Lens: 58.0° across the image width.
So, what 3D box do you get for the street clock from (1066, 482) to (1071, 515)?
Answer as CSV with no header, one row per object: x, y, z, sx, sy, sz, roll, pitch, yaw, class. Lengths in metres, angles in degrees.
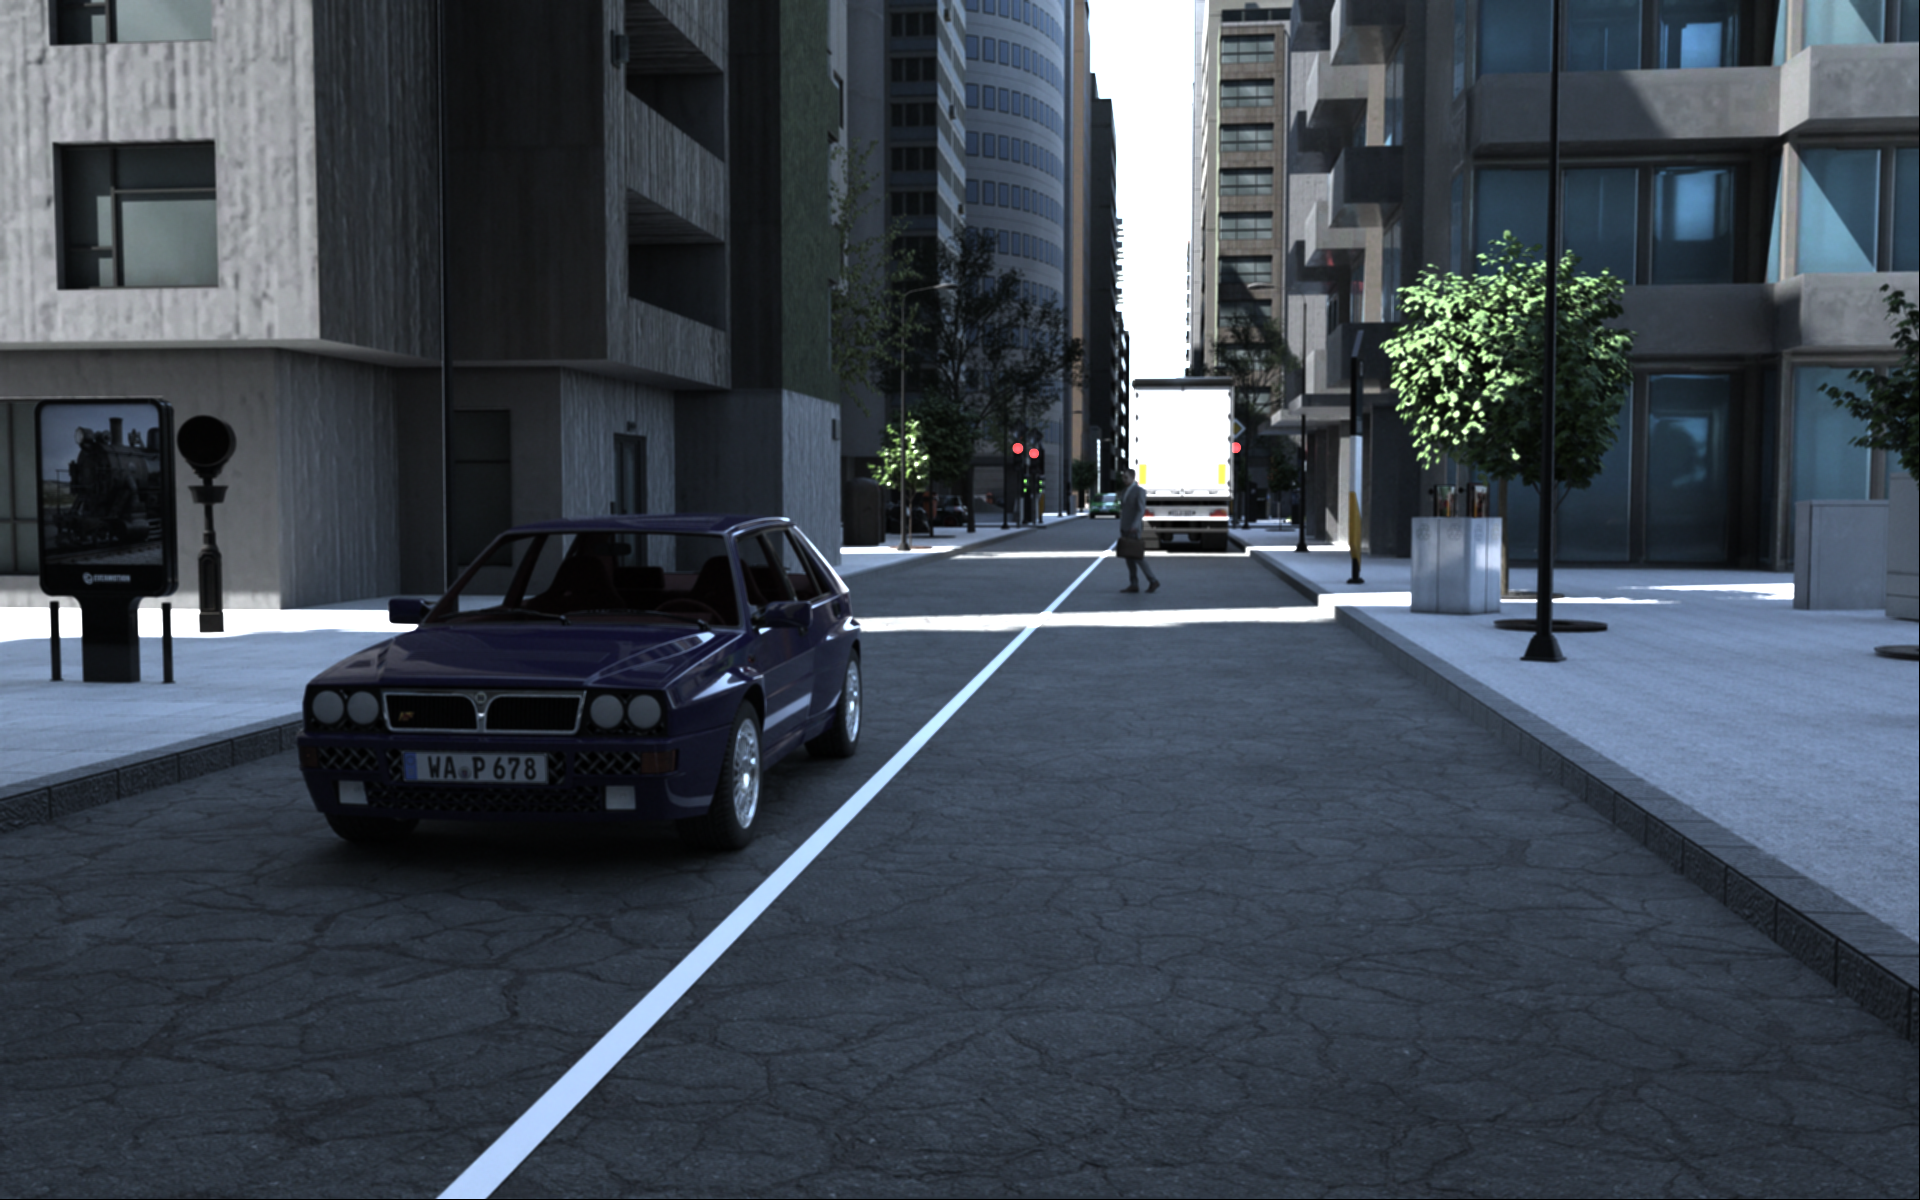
6.559,-6.132,104.833,0.358,2.002,0.471,0,4,6,street clock

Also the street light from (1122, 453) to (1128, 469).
18.115,-13.773,197.735,1.470,5.913,1.316,0,4,7,street light

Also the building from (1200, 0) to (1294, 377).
32.877,-32.646,157.460,21.300,48.544,21.600,0,4,7,building

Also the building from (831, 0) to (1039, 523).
-12.613,-24.055,85.175,32.217,40.220,23.993,0,4,7,building

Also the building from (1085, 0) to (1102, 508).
3.656,-52.873,177.139,22.319,86.520,31.000,0,4,7,building

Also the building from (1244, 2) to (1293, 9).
33.600,-26.936,132.290,32.217,40.220,23.993,0,4,7,building

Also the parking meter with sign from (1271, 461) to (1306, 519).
17.225,-5.792,90.961,1.738,3.016,0.543,2,4,32,parking meter with sign

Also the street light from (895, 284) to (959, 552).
-0.718,-4.030,38.437,1.470,5.913,1.316,0,4,7,street light

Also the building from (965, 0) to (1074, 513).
-3.289,-35.448,121.577,21.231,58.520,28.212,0,4,7,building

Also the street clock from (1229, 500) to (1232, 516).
15.565,-5.838,100.022,0.471,2.002,0.358,2,4,35,street clock

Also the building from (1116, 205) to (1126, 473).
14.557,-39.878,271.619,23.786,49.044,30.456,0,4,7,building

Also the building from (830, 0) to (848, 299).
-18.659,-28.335,52.522,27.495,52.752,28.713,0,4,7,building

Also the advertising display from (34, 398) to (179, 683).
-5.800,-0.402,11.783,0.974,1.923,0.123,1,4,10,advertising display

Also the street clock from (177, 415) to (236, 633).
-6.943,-0.700,16.010,0.471,2.002,0.358,-1,4,-12,street clock

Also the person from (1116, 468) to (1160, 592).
2.504,-1.015,25.223,0.853,1.813,0.709,-2,4,-32,person

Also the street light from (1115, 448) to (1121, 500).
15.151,-12.261,173.008,1.470,5.913,1.316,0,4,7,street light

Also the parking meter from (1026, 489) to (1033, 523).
3.070,-4.236,77.664,0.372,1.533,0.369,0,3,0,parking meter

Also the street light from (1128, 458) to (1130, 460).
21.969,-15.819,231.180,1.470,5.913,1.316,0,4,7,street light

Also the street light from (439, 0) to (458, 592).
-3.711,-2.551,14.253,1.470,5.913,1.316,0,4,7,street light

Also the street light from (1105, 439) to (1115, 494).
12.347,-10.765,148.551,1.470,5.913,1.316,0,4,7,street light

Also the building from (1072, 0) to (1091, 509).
4.475,-30.916,155.584,14.600,45.320,14.200,0,4,7,building

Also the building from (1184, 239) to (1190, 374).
48.506,-38.764,288.409,22.147,44.769,28.867,0,4,7,building

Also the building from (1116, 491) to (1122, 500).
6.711,-33.827,244.951,32.217,40.220,23.993,0,4,7,building

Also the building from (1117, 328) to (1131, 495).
21.705,-31.957,294.198,14.160,30.474,14.107,0,4,7,building

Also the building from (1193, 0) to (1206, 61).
34.967,-39.145,182.023,21.231,58.520,28.212,0,4,7,building

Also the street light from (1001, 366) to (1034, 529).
2.191,-5.533,63.002,1.470,5.913,1.316,0,4,7,street light

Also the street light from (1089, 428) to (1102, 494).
9.101,-9.141,121.999,1.470,5.913,1.316,0,4,7,street light

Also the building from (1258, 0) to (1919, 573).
19.619,-25.724,40.195,23.786,49.044,30.456,0,4,7,building

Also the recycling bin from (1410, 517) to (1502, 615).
5.377,-0.380,18.770,0.722,1.027,0.722,-3,5,-44,recycling bin

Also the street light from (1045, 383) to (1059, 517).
3.261,-6.116,72.533,1.470,5.913,1.316,0,4,7,street light

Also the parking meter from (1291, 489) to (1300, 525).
13.904,-3.872,71.712,0.372,1.533,0.369,0,3,0,parking meter

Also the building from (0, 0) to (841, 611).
-9.930,-15.457,24.418,14.160,30.474,14.107,0,4,7,building

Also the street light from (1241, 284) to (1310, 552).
7.047,-4.023,38.309,1.470,5.913,1.316,0,4,7,street light

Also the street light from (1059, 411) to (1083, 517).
6.160,-7.613,97.018,1.470,5.913,1.316,0,4,7,street light

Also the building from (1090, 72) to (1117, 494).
7.463,-35.510,204.283,21.300,48.544,21.600,0,4,7,building

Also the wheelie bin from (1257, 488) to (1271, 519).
15.277,-4.869,87.520,0.980,1.594,0.693,2,4,33,wheelie bin

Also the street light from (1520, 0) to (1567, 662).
3.976,-2.492,13.285,1.470,5.913,1.316,0,4,7,street light

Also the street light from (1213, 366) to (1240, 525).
9.895,-5.534,63.021,1.470,5.913,1.316,0,4,7,street light

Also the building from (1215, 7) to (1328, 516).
22.790,-20.488,106.676,14.160,30.474,14.107,0,4,7,building
